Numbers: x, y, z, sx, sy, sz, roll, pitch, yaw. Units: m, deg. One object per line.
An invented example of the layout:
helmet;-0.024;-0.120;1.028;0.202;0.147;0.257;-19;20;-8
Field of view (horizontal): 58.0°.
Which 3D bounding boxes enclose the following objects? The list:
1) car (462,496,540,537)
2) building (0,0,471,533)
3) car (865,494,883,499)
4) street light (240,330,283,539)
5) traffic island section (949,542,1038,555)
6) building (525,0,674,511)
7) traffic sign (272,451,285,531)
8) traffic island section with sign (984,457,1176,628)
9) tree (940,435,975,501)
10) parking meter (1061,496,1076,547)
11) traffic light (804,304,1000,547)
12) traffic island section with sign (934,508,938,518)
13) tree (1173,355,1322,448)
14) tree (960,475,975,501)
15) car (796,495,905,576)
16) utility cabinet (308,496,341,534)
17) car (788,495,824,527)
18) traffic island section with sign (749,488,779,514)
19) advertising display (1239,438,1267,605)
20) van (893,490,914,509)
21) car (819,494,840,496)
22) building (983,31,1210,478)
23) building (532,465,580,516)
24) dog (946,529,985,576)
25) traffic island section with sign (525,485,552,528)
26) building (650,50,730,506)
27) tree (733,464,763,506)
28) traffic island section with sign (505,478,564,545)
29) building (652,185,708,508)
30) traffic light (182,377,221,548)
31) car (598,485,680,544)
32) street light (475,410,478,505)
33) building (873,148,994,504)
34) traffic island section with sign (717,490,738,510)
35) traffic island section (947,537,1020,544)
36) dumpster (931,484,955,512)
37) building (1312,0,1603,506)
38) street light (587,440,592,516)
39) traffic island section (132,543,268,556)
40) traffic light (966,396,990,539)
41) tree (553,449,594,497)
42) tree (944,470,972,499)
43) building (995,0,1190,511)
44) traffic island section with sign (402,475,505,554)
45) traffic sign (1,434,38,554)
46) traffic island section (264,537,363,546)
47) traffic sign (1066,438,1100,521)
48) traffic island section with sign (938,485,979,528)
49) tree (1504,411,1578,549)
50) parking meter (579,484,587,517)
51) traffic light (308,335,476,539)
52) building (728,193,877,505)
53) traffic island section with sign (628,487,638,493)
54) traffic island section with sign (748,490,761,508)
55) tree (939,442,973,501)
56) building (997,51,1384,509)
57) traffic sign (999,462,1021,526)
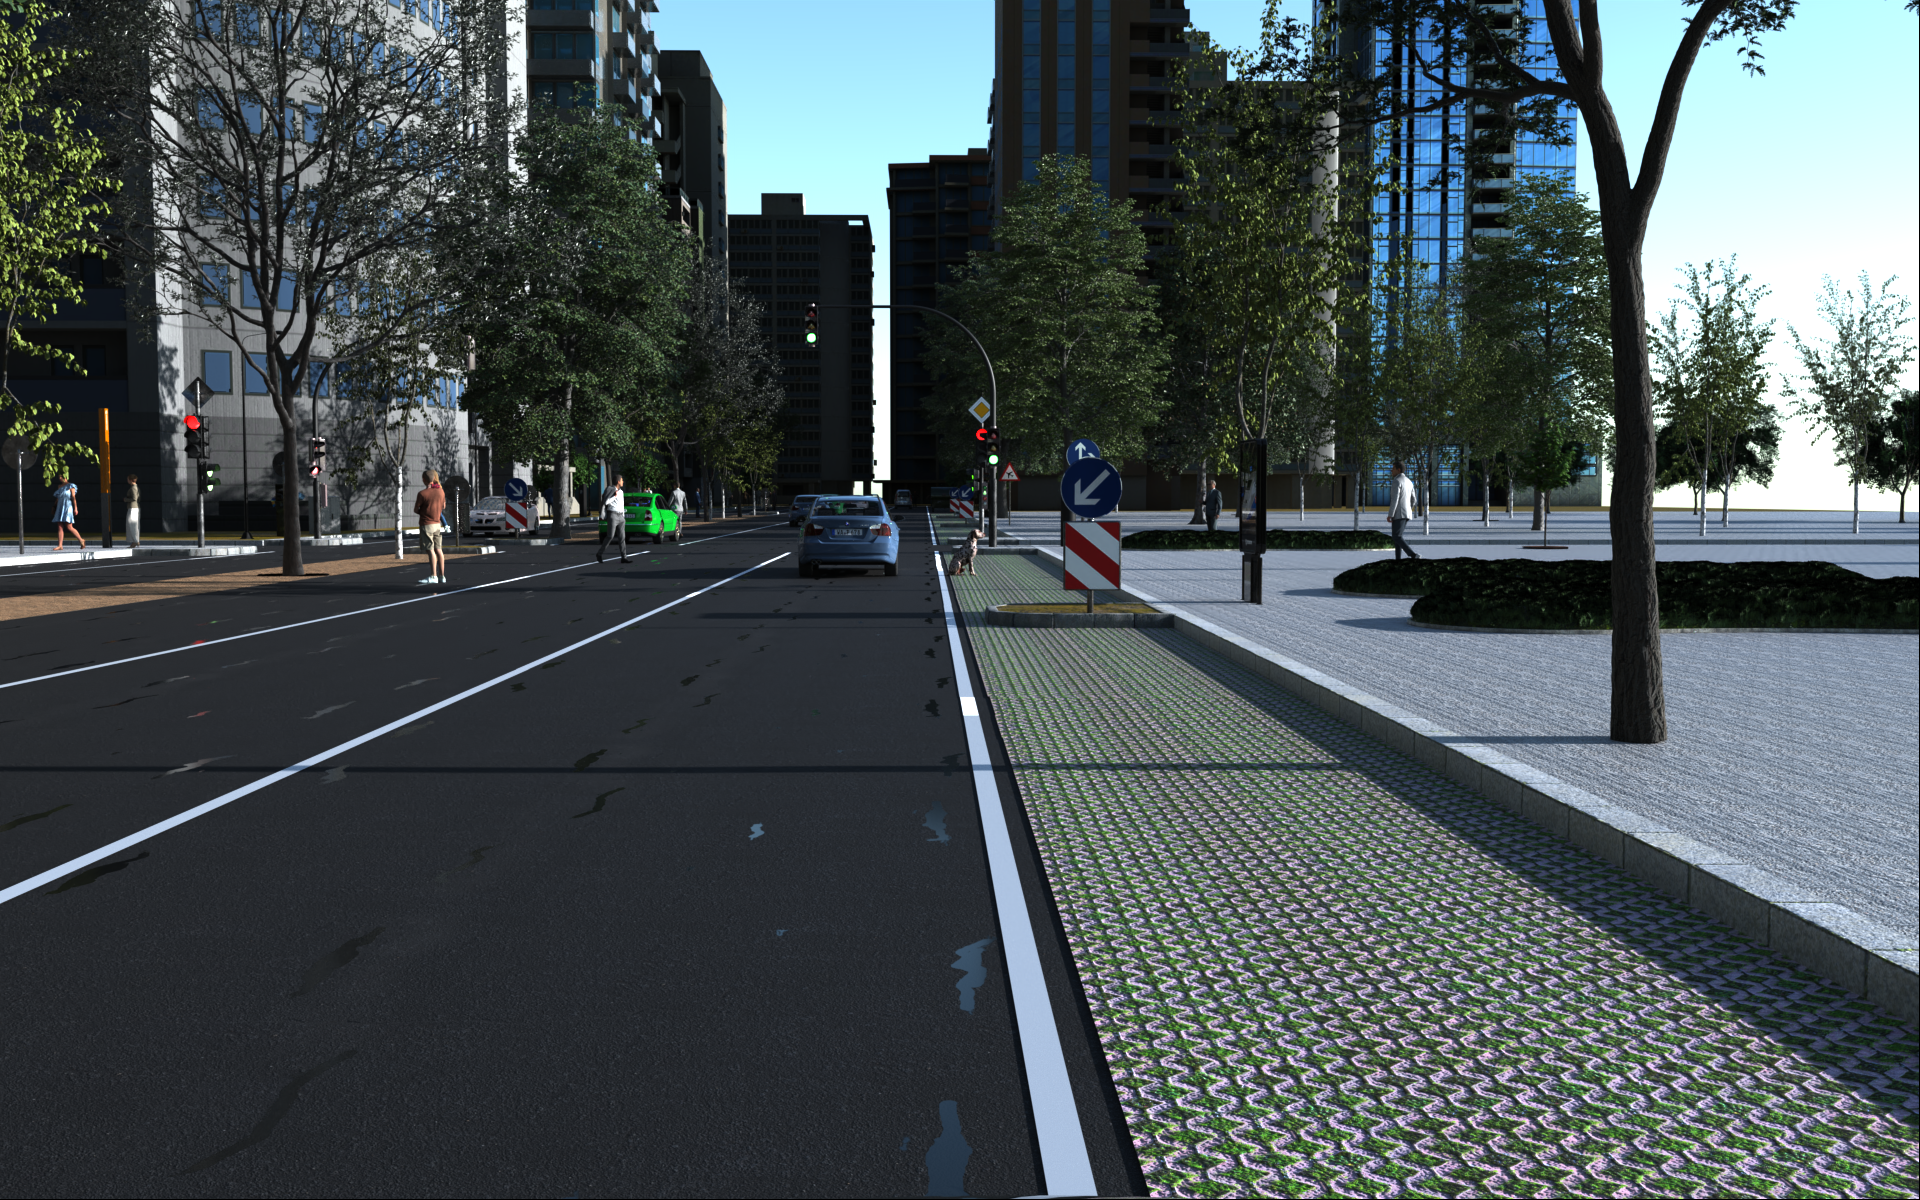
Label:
car;-15.817;-2.899;59.758;2.083;1.381;4.827;0;4;-1
building;-31.335;-32.280;69.782;21.231;58.520;28.212;0;4;-1
car;-8.445;-9.404;165.560;2.131;1.459;4.920;0;4;-2
street light;-19.823;-4.694;49.292;1.470;5.913;1.316;0;4;-1
traffic island section;0.807;-1.204;41.968;2.009;0.180;2.903;0;4;-1
building;-36.252;-31.753;138.772;23.786;49.044;30.456;0;4;-1
traffic sign;-20.121;-3.149;51.591;0.768;2.556;0.104;0;4;7
traffic island section with sign;1.286;-0.654;19.321;1.989;1.847;2.006;0;4;-1
tree;0.150;-13.098;164.508;4.737;8.622;4.395;0;3;0
parking meter;2.653;-2.080;42.416;0.372;1.533;0.369;0;3;0
traffic light;-1.323;-4.098;41.669;4.771;5.953;1.251;0;4;-1
traffic island section with sign;-0.414;-5.706;101.916;1.989;1.847;2.006;0;4;-1
tree;19.268;-12.544;115.458;12.009;13.543;11.850;0;3;0
tree;0.909;-10.131;160.240;1.663;3.219;1.824;0;3;0
car;-2.002;-1.191;31.479;2.014;1.417;4.499;0;4;-2
utility cabinet;-20.482;-2.733;55.838;0.306;1.237;1.020;2;4;32
car;-6.706;-4.011;77.579;2.014;1.417;4.499;0;4;-2
traffic island section with sign;-14.049;-7.115;124.464;2.006;1.907;1.989;0;4;-1
advertising display;3.460;-0.934;20.490;0.123;1.923;0.974;0;4;-2
van;-5.446;-9.734;166.167;2.013;2.044;4.112;0;4;-3
car;-7.717;-5.542;102.414;2.131;1.459;4.920;0;4;0
building;14.230;-34.478;183.324;23.786;49.044;30.456;0;4;-1
building;-40.874;-25.281;105.222;32.217;40.220;23.993;0;4;-1
dog;-0.016;-0.831;30.430;0.800;0.831;0.513;3;4;36
traffic island section with sign;-18.578;-4.025;74.442;1.989;1.847;2.006;0;4;-1
building;-36.755;-34.453;187.014;21.600;48.544;21.300;0;4;-1
tree;-23.328;-12.733;191.899;4.285;4.588;4.351;0;3;0
traffic island section with sign;-12.490;-2.520;49.342;2.006;1.907;1.989;0;4;-1
building;-31.684;-23.889;162.282;14.160;30.474;14.107;0;4;-1
traffic light;-18.190;-3.213;41.447;0.839;4.253;0.868;0;4;-1
car;-9.415;-2.582;51.007;1.959;1.807;4.718;0;4;0
street light;-20.332;-6.247;74.679;1.470;5.913;1.316;0;4;-1
building;3.551;-34.707;222.077;28.867;44.769;22.147;0;4;-1
traffic island section with sign;-20.177;-8.727;151.309;1.989;1.847;2.006;0;4;-1
traffic island section;0.642;-1.692;49.951;2.009;0.180;2.903;0;4;-1
dumpster;-1.325;-8.028;136.210;1.985;2.255;1.502;0;4;0
building;52.410;-53.488;187.201;31.000;86.520;22.319;0;4;-1
street light;-20.880;-7.793;99.961;1.470;5.913;1.316;0;4;-1
traffic island section;-18.230;-1.180;41.581;2.009;0.180;2.903;0;4;-1
traffic light;0.602;-3.726;49.836;0.839;4.253;0.868;0;4;-1
tree;-27.240;-8.459;122.025;4.285;4.588;4.351;0;3;0
tree;-0.224;-13.044;196.982;4.285;4.588;4.351;0;3;0
building;9.927;-29.786;137.105;14.600;45.320;14.200;0;4;-1
traffic island section with sign;-12.347;-2.067;41.936;2.006;1.907;1.989;0;4;-1
traffic sign;-20.017;-2.249;36.875;0.768;2.556;0.104;0;3;0
traffic island section;-18.395;-1.669;49.565;2.009;0.180;2.903;0;4;-1
traffic sign;2.827;-2.428;39.801;0.768;2.556;0.104;0;4;4
traffic island section with sign;0.145;-4.032;74.545;1.989;1.847;2.006;0;4;-1
tree;13.633;-2.818;40.676;1.663;3.219;1.824;0;3;0
parking meter;-21.214;-5.610;97.438;0.399;1.863;0.255;3;4;38
traffic light;-16.265;-4.577;49.509;4.771;5.953;1.251;0;4;-1
building;-23.136;-32.691;226.379;23.993;40.220;32.217;0;4;-1
traffic island section with sign;-19.138;-5.674;101.392;1.989;1.847;2.006;0;4;-1
traffic island section with sign;-20.725;-10.375;178.259;1.989;1.847;2.006;0;4;-1
tree;-0.252;-14.781;192.030;4.360;8.622;3.978;0;3;0
building;19.201;-28.418;156.516;32.217;40.220;23.993;0;4;-1
traffic sign;2.018;-4.305;70.397;0.884;2.594;0.081;0;4;2
